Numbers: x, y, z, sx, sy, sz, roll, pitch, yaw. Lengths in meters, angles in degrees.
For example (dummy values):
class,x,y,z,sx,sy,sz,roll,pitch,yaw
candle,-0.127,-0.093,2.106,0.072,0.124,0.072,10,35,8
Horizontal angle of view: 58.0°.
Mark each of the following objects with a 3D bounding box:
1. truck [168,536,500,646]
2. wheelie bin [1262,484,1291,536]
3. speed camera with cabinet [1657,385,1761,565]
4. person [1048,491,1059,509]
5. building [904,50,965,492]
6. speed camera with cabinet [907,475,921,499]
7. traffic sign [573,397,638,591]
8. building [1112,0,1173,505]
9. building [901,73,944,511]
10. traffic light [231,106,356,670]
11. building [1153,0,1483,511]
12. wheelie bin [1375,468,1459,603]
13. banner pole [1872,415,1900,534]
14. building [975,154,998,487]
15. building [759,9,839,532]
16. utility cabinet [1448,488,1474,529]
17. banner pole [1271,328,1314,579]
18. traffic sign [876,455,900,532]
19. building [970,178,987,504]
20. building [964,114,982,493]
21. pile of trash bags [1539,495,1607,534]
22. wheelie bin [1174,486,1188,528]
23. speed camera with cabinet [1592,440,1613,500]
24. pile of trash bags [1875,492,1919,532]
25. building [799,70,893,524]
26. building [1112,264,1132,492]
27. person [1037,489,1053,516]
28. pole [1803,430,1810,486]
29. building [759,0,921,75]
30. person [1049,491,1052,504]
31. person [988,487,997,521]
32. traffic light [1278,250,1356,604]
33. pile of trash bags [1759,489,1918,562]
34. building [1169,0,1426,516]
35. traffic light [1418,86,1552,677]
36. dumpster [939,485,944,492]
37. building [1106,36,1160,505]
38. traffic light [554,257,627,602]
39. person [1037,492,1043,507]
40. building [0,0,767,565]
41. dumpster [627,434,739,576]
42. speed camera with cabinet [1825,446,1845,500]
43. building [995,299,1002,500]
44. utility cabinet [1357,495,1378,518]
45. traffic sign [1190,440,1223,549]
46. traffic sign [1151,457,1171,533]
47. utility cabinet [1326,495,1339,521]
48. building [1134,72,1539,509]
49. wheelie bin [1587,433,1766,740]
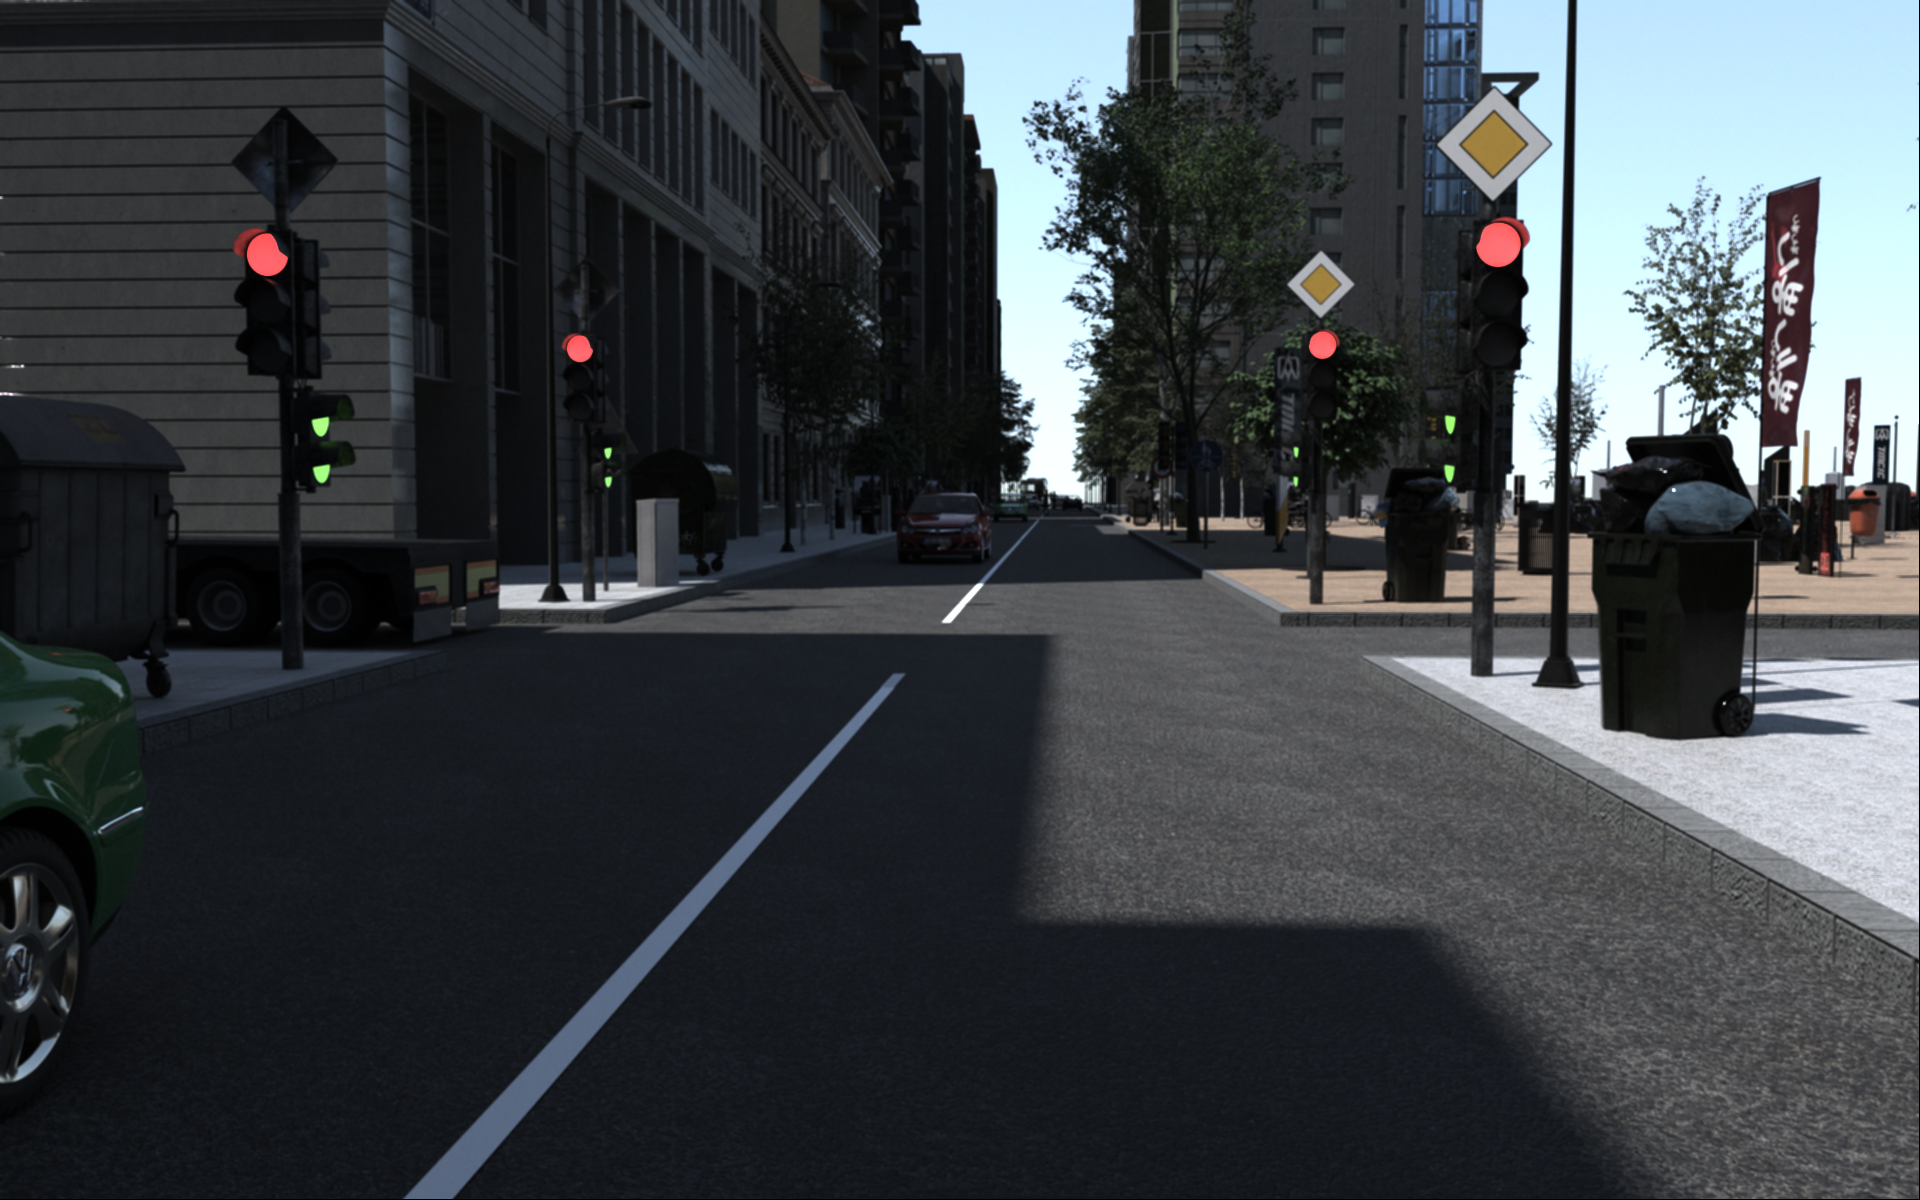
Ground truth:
class,x,y,z,sx,sy,sz,roll,pitch,yaw
truck,-14.320,-1.713,17.775,18.799,4.110,2.967,0,4,4
wheelie bin,9.722,-2.785,53.436,0.980,1.594,0.693,-2,4,-33
speed camera with cabinet,13.426,-2.274,31.511,2.038,3.252,0.660,1,4,12
person,8.916,-9.522,164.897,1.217,1.736,0.721,-2,4,-26
building,-6.998,-28.915,156.360,14.154,41.232,14.086,0,4,3
speed camera with cabinet,-2.119,-5.813,89.385,0.660,3.252,2.038,1,4,21
traffic sign,-4.681,-1.397,22.841,0.884,2.594,0.081,0,4,6
building,28.042,-46.391,196.743,20.563,71.187,20.611,0,4,3
building,-17.151,-27.283,137.950,32.217,40.220,23.993,0,4,3
traffic light,-4.882,-1.448,12.598,0.839,4.253,0.868,0,4,3
building,25.699,-49.750,126.081,22.319,86.520,31.000,0,4,3
wheelie bin,5.469,-0.778,20.621,0.980,1.594,0.693,0,4,-4
banner pole,29.510,-3.984,55.162,0.863,3.779,0.401,3,4,36
building,-2.143,-35.613,232.388,14.600,45.320,14.200,0,4,3
building,-10.909,-12.165,63.530,10.561,19.102,19.286,0,4,3
utility cabinet,18.046,-3.301,62.645,0.318,1.500,1.173,-2,4,-25
banner pole,5.100,-2.213,26.203,0.863,3.779,0.401,-1,4,-16
traffic sign,-2.450,-3.539,57.861,0.884,2.594,0.081,1,4,10
building,-3.967,-32.715,218.480,14.154,41.232,14.086,0,4,3
building,-8.951,-33.155,196.707,22.147,44.769,28.867,0,4,3
pile of trash bags,20.663,-2.893,57.060,3.447,1.369,1.912,-3,5,-41
wheelie bin,8.571,-3.558,66.088,0.980,1.594,0.693,-2,4,-35
speed camera with cabinet,24.053,-4.261,64.003,0.660,3.252,2.038,3,5,44
pile of trash bags,35.172,-3.241,62.745,1.912,1.369,3.447,0,4,-3
building,-10.015,-15.133,83.587,11.583,22.565,21.152,0,4,3
building,26.036,-27.168,215.899,14.160,30.474,14.107,0,4,3
person,5.690,-6.502,115.495,1.217,1.739,0.721,-2,4,-30
pole,27.005,-3.759,55.309,0.158,3.312,0.155,0,3,0
building,-14.089,-27.876,110.396,22.147,44.769,28.867,0,4,3
person,12.687,-14.211,240.859,1.348,1.822,0.705,-2,4,-35
person,1.725,-5.222,93.855,0.580,1.828,0.573,2,4,31
traffic light,4.135,-1.906,20.084,0.839,4.253,0.868,0,4,3
pile of trash bags,16.304,-1.456,33.555,3.447,1.369,1.912,-1,4,-15
building,19.819,-25.790,105.269,14.154,41.232,14.086,0,4,3
traffic light,3.665,-1.418,12.112,0.839,4.253,0.868,0,4,3
dumpster,-1.421,-4.595,80.893,1.264,1.857,1.865,0,4,3
building,31.560,-56.498,236.414,22.319,86.520,31.000,0,4,3
traffic light,-4.412,-1.936,20.570,0.839,4.253,0.868,0,4,3
person,7.755,-9.658,167.872,0.593,1.643,0.415,-3,5,-40
building,-12.263,-15.924,37.850,11.434,29.767,29.804,0,4,3
dumpster,-4.480,-1.553,27.884,1.502,2.255,1.985,0,4,3
speed camera with cabinet,36.865,-4.718,71.468,2.038,3.252,0.660,3,4,37
building,-1.331,-29.094,247.390,14.160,30.474,14.107,0,4,3
utility cabinet,21.610,-4.931,91.783,1.020,1.237,0.306,2,4,25
traffic sign,5.771,-2.477,40.601,0.768,2.556,0.104,1,4,12
traffic sign,6.726,-3.520,57.651,0.768,2.556,0.104,1,4,13
utility cabinet,17.679,-4.376,82.713,1.020,1.237,0.306,-3,5,-41
building,32.027,-28.302,154.615,32.217,40.220,23.993,0,4,3
wheelie bin,3.822,-0.084,9.274,0.693,1.594,0.980,-2,4,-24
